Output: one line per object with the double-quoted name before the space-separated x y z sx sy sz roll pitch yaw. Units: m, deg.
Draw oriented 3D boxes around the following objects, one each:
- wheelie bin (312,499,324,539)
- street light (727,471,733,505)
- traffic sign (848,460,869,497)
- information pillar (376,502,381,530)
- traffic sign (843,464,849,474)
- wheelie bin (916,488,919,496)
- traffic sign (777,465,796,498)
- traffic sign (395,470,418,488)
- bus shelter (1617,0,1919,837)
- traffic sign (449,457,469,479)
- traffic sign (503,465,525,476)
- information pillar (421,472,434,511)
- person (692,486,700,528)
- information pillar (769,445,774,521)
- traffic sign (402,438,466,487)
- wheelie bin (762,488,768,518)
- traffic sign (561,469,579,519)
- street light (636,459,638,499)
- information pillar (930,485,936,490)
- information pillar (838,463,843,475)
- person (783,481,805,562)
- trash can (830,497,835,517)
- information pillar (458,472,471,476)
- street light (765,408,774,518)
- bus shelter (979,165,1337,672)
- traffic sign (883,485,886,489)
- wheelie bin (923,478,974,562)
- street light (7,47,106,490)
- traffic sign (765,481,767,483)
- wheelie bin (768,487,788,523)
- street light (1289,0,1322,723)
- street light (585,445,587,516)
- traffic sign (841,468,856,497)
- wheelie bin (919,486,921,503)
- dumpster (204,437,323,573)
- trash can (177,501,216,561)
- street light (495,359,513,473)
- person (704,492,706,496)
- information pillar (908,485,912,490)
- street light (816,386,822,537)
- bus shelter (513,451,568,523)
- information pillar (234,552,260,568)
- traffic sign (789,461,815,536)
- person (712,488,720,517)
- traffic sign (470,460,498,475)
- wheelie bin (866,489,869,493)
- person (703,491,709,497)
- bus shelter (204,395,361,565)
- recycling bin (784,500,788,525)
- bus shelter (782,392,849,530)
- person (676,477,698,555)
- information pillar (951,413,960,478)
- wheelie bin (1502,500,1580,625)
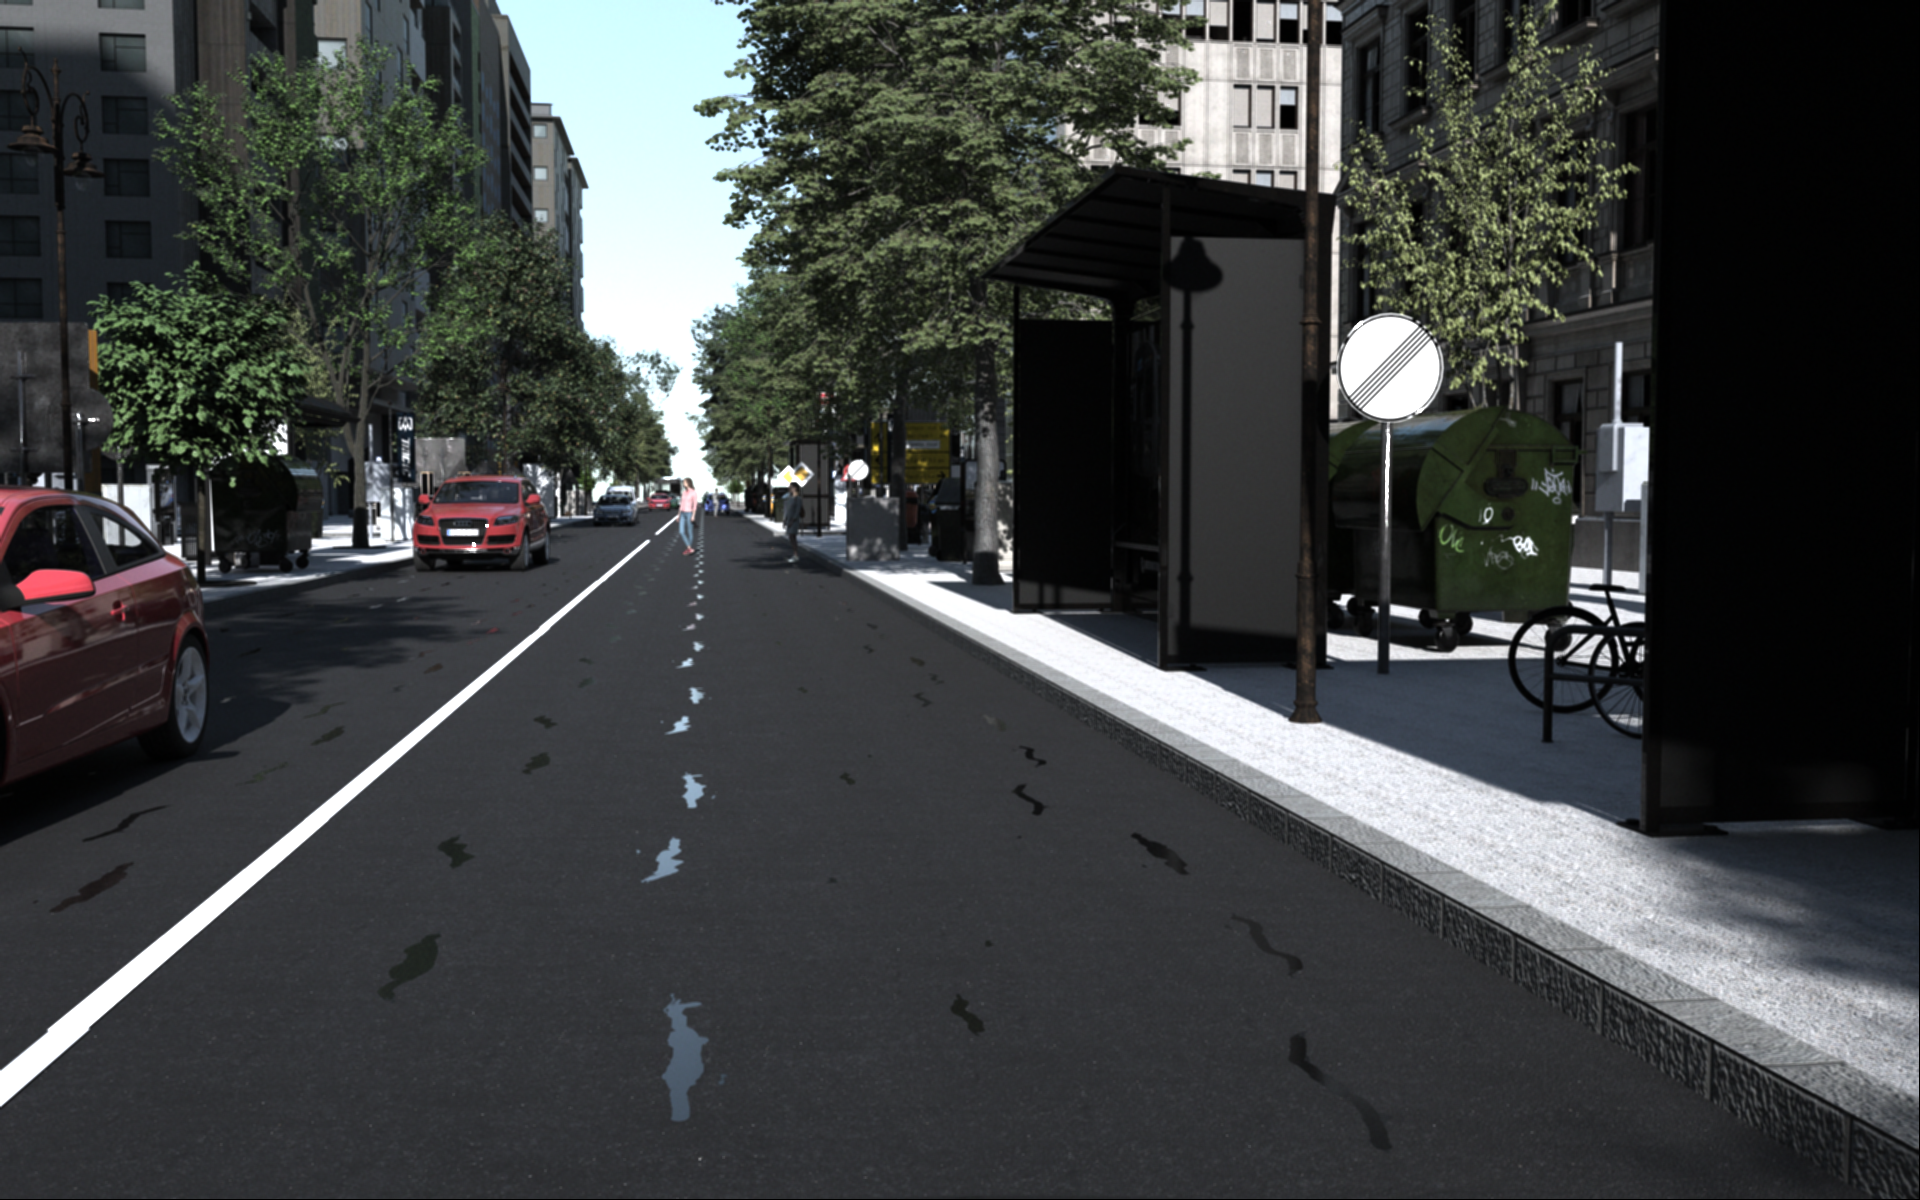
"wheelie bin" -18.794 -2.574 49.990 0.980 1.594 0.693 0 4 -2
"street light" -27.586 -14.486 209.630 0.468 5.910 1.993 -1 4 -8
"traffic sign" -3.767 -3.920 64.203 0.768 2.556 0.104 0 4 1
"information pillar" -20.711 -3.519 62.028 0.304 2.012 0.304 2 4 30
"traffic sign" -4.386 -4.327 70.847 0.768 2.556 0.104 0 4 -1
"wheelie bin" -1.328 -3.555 66.028 0.693 1.594 0.980 3 4 37
"traffic sign" -5.962 -3.470 60.370 0.795 2.450 0.064 -1 4 -8
"traffic sign" -19.350 -3.633 60.591 0.795 2.450 0.064 0 4 1
"bus shelter" 3.502 -0.749 3.537 1.731 3.624 6.357 -1 4 -8
"traffic sign" -17.721 -3.762 61.518 0.884 2.594 0.081 0 4 1
"traffic sign" -15.209 -3.387 59.027 0.795 2.450 0.064 -1 4 -8
"information pillar" -17.991 -3.306 58.539 0.304 2.012 0.304 1 4 16
"person" -11.232 -3.923 73.043 0.661 1.777 0.834 3 4 36
"information pillar" -9.072 -5.624 83.303 0.183 3.616 0.504 -1 4 -11
"traffic sign" -19.103 -4.220 62.875 2.265 3.308 0.079 0 4 -7
"wheelie bin" -10.258 -5.291 94.408 0.980 1.594 0.693 -1 4 -22
"traffic sign" -19.928 -5.413 88.506 0.884 2.594 0.081 0 4 -4
"street light" -33.004 -12.472 176.712 0.468 5.910 1.993 -1 4 -8
"information pillar" -1.289 -4.982 85.939 0.304 2.012 0.304 2 4 35
"information pillar" -8.567 -8.052 123.005 0.504 3.616 0.183 -1 4 -9
"person" -3.547 -1.679 36.953 0.522 1.701 0.512 -3 4 -38
"trash can" -7.548 -5.514 101.804 0.748 1.137 0.748 0 3 0
"information pillar" -16.706 -3.302 58.475 0.304 2.012 0.304 3 4 36
"street light" -10.210 -7.329 92.612 0.468 5.910 1.993 -1 4 -8
"bus shelter" 1.507 -1.488 15.605 1.731 3.624 6.357 -1 4 -8
"traffic sign" -2.768 -3.883 63.598 0.768 2.556 0.104 0 4 -6
"wheelie bin" -0.067 -1.543 33.135 0.980 1.594 0.693 2 4 31
"street light" -9.581 -2.797 18.524 0.468 5.910 1.993 -1 4 -8
"traffic sign" -15.186 -8.058 133.874 0.606 2.300 0.079 0 4 1
"wheelie bin" -7.997 -4.273 77.764 0.980 1.594 0.693 0 4 -6
"street light" 1.949 -2.251 9.592 0.468 5.910 1.993 -1 4 -8
"street light" -21.913 -7.860 101.302 0.468 5.910 1.993 -1 4 -8
"traffic sign" -4.333 -4.243 69.382 0.884 2.594 0.081 0 4 -4
"wheelie bin" -0.212 -1.697 35.659 0.693 1.594 0.980 2 4 35
"dumpster" -11.599 -1.613 28.873 1.502 2.255 1.985 -1 4 -8
"trash can" -14.664 -1.326 33.334 0.748 1.137 0.748 0 3 0
"street light" -15.616 -5.300 59.451 0.468 5.910 1.993 -1 4 -8
"person" -35.956 -14.390 244.687 0.541 1.710 0.530 1 4 15
"information pillar" -3.373 -7.024 119.336 0.304 2.012 0.304 3 5 41
"street light" -4.206 -4.821 51.615 0.468 5.910 1.993 -1 4 -8
"bus shelter" -18.954 -5.182 78.645 2.014 3.302 5.546 -1 4 -9
"information pillar" -12.388 -1.562 30.038 0.304 2.012 0.304 1 4 11
"traffic sign" -4.794 -2.986 52.470 0.795 2.450 0.064 -1 4 -8
"person" -15.074 -6.044 107.526 0.606 1.804 0.583 2 4 25
"traffic sign" -14.041 -2.904 51.128 0.795 2.450 0.064 -1 4 -8
"wheelie bin" -6.051 -6.254 110.165 0.980 1.594 0.693 -3 5 -39
"person" -35.828 -14.528 245.665 1.348 1.869 0.705 -1 4 -15
"bus shelter" -13.185 -2.427 33.600 2.014 3.302 5.546 -1 4 -8
"recycling bin" -6.786 -3.599 71.397 0.722 1.027 0.722 2 4 31
"bus shelter" -5.564 -5.378 65.561 2.179 5.291 8.768 -1 4 -8
"person" -6.445 -1.977 40.827 0.555 1.821 0.388 1 4 23
"information pillar" -0.211 -3.557 49.516 0.504 3.616 0.183 0 4 2
"wheelie bin" 5.729 -0.574 17.290 0.693 1.594 0.980 3 4 38
